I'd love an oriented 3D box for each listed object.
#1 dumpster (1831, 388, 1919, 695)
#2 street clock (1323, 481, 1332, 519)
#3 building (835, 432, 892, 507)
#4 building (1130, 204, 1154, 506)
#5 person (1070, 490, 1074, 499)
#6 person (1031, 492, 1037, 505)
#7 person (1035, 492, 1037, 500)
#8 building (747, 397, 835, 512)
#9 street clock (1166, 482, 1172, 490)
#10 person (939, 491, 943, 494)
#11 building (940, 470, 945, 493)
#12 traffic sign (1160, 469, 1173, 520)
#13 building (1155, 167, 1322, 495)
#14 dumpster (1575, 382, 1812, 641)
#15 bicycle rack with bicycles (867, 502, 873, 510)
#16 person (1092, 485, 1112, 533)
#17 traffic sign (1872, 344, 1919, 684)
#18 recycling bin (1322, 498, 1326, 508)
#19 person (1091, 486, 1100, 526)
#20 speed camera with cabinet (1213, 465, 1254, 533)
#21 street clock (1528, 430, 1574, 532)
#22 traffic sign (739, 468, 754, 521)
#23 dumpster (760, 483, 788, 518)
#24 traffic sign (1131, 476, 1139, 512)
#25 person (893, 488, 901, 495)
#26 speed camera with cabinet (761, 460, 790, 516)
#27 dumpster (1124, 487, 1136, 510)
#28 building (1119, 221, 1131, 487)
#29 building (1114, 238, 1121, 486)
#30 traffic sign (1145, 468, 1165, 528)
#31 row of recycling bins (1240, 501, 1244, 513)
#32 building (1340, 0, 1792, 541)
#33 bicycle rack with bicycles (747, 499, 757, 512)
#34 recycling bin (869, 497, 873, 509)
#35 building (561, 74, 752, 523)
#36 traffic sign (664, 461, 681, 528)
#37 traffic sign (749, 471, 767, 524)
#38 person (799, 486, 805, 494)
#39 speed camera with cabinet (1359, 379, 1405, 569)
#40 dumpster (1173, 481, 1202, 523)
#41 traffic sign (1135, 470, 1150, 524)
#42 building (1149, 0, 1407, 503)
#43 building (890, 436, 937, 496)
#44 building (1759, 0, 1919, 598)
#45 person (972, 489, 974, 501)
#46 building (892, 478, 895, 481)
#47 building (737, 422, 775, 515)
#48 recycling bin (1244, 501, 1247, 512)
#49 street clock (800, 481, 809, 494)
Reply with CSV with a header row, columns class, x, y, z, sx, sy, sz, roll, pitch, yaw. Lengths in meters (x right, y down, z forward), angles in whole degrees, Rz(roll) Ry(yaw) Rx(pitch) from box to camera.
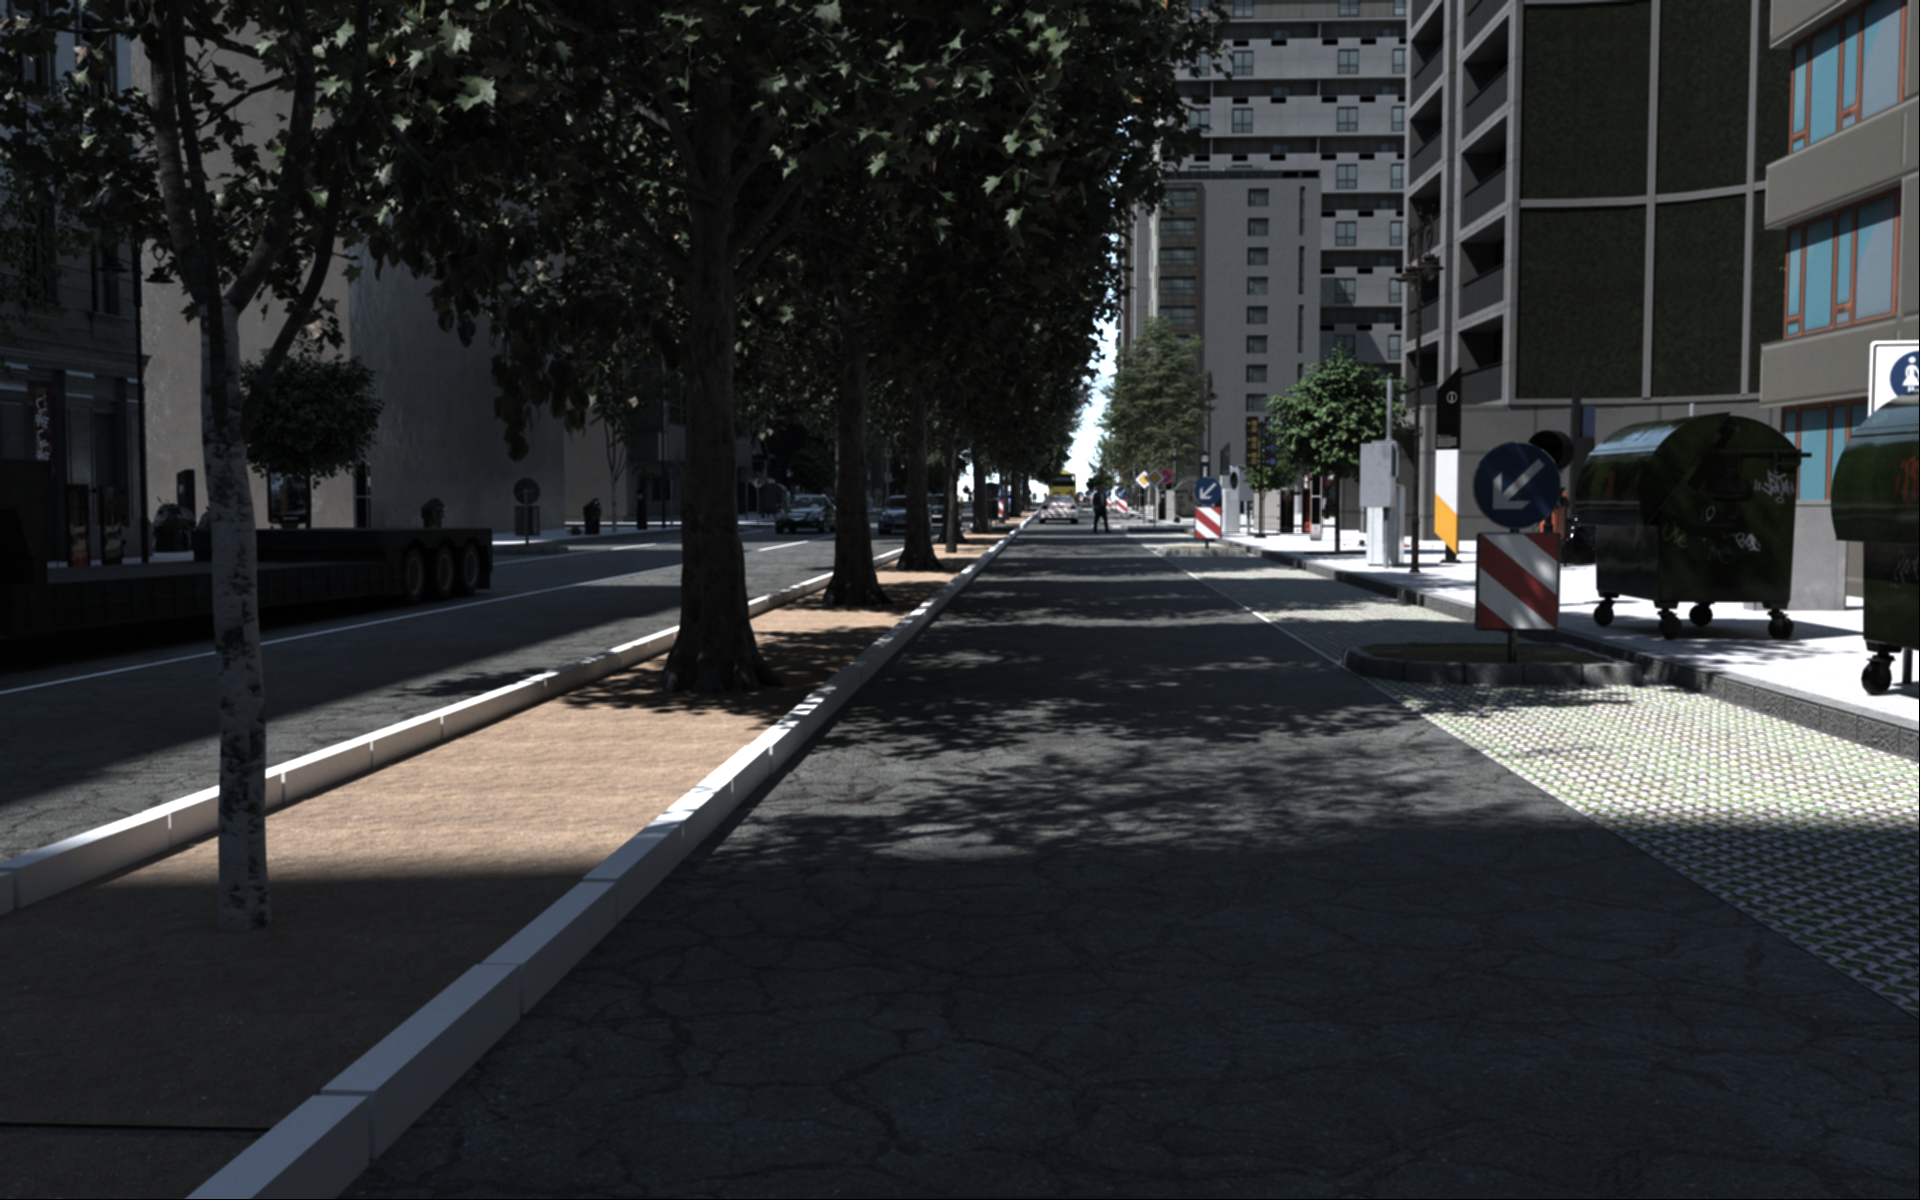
class,x,y,z,sx,sy,sz,roll,pitch,yaw
dumpster,6.300,-0.470,10.176,1.502,2.255,1.985,0,4,3
street clock,18.927,-5.185,89.344,0.471,2.002,0.358,-2,4,-26
building,-21.653,-19.565,164.919,27.650,21.520,28.899,0,4,3
building,30.758,-40.547,204.941,21.231,58.520,28.212,0,4,3
person,10.660,-9.591,165.246,0.705,1.831,1.348,1,4,12
person,10.096,-13.906,236.795,0.756,1.711,0.436,1,4,18
person,13.222,-17.720,299.014,0.721,1.735,1.217,0,4,-6
building,-16.609,-18.435,131.088,12.332,23.373,15.834,0,4,3
street clock,11.499,-5.563,95.518,0.358,2.002,0.471,-1,4,-11
person,-2.141,-11.143,190.788,1.348,1.812,0.705,1,4,17
building,-15.460,-27.045,287.230,27.650,21.520,28.899,0,4,3
traffic sign,10.308,-5.312,86.949,0.768,2.556,0.104,1,4,10
building,24.756,-23.580,157.236,14.160,30.474,14.107,0,4,3
dumpster,6.709,-0.823,15.952,1.502,2.255,1.985,0,4,3
bicycle rack with bicycles,-8.486,-7.556,136.923,2.925,0.926,2.852,0,4,5
person,5.238,-3.370,63.995,0.661,1.777,0.834,-3,4,-38
traffic sign,6.396,-0.581,11.629,0.606,2.300,0.079,1,4,10
recycling bin,22.065,-5.716,106.009,0.722,1.027,0.722,0,4,1
person,6.032,-4.166,76.872,0.793,1.790,0.793,-1,4,-18
speed camera with cabinet,8.910,-3.801,56.486,0.660,3.252,2.038,-1,4,-15
street clock,6.726,-0.931,19.799,0.358,2.002,0.471,-3,5,-44
traffic sign,-10.275,-5.088,83.299,0.768,2.556,0.104,1,4,10
dumpster,-9.876,-5.274,91.986,1.264,1.857,1.865,0,4,3
traffic sign,12.387,-7.420,121.416,0.768,2.556,0.104,1,4,9
person,-5.135,-8.152,141.153,0.474,1.900,0.648,2,4,31
speed camera with cabinet,-10.692,-6.486,100.389,2.038,3.252,0.660,3,5,45
dumpster,13.919,-8.399,143.082,1.264,1.857,1.865,0,4,3
building,29.551,-36.181,241.671,14.600,45.320,14.200,0,4,3
building,37.213,-38.964,291.688,22.147,44.769,28.867,0,4,3
traffic sign,7.346,-3.775,65.360,0.795,2.450,0.064,0,4,3
row of recycling bins,17.882,-6.794,118.201,1.069,1.692,3.534,-3,5,-44
building,23.171,-37.377,49.372,20.563,71.187,20.611,0,4,3
bicycle rack with bicycles,-14.694,-6.632,121.813,2.925,0.926,2.852,2,4,31
recycling bin,-7.844,-8.170,146.131,0.722,1.027,0.722,-3,4,-36
building,-19.715,-18.061,88.810,14.314,27.812,24.014,0,4,3
traffic sign,-11.047,-4.048,66.283,0.768,2.556,0.104,1,4,9
traffic sign,-8.671,-4.320,74.279,0.795,2.450,0.064,0,4,3
person,-7.732,-4.705,85.441,0.388,1.821,0.555,1,4,21
speed camera with cabinet,7.470,-2.219,30.611,0.660,3.252,2.038,1,4,21
dumpster,10.161,-4.354,76.954,1.264,1.857,1.865,0,4,3
traffic sign,7.796,-4.262,73.333,0.795,2.450,0.064,0,4,3
building,33.466,-35.940,176.861,28.713,52.752,27.495,0,4,3
building,-10.518,-37.556,264.146,14.600,45.320,14.200,0,4,3
building,24.324,-10.021,8.878,27.650,21.520,28.899,0,4,3
person,1.028,-6.743,118.762,0.388,1.821,0.555,0,4,2
building,-21.732,-36.907,192.675,28.713,52.752,27.495,0,4,3
building,-20.440,-14.806,109.534,16.820,18.784,16.811,0,4,3
recycling bin,20.155,-6.849,124.538,0.722,1.027,0.722,-1,4,-16
street clock,-8.865,-5.777,99.030,0.471,2.002,0.358,-1,4,-19
